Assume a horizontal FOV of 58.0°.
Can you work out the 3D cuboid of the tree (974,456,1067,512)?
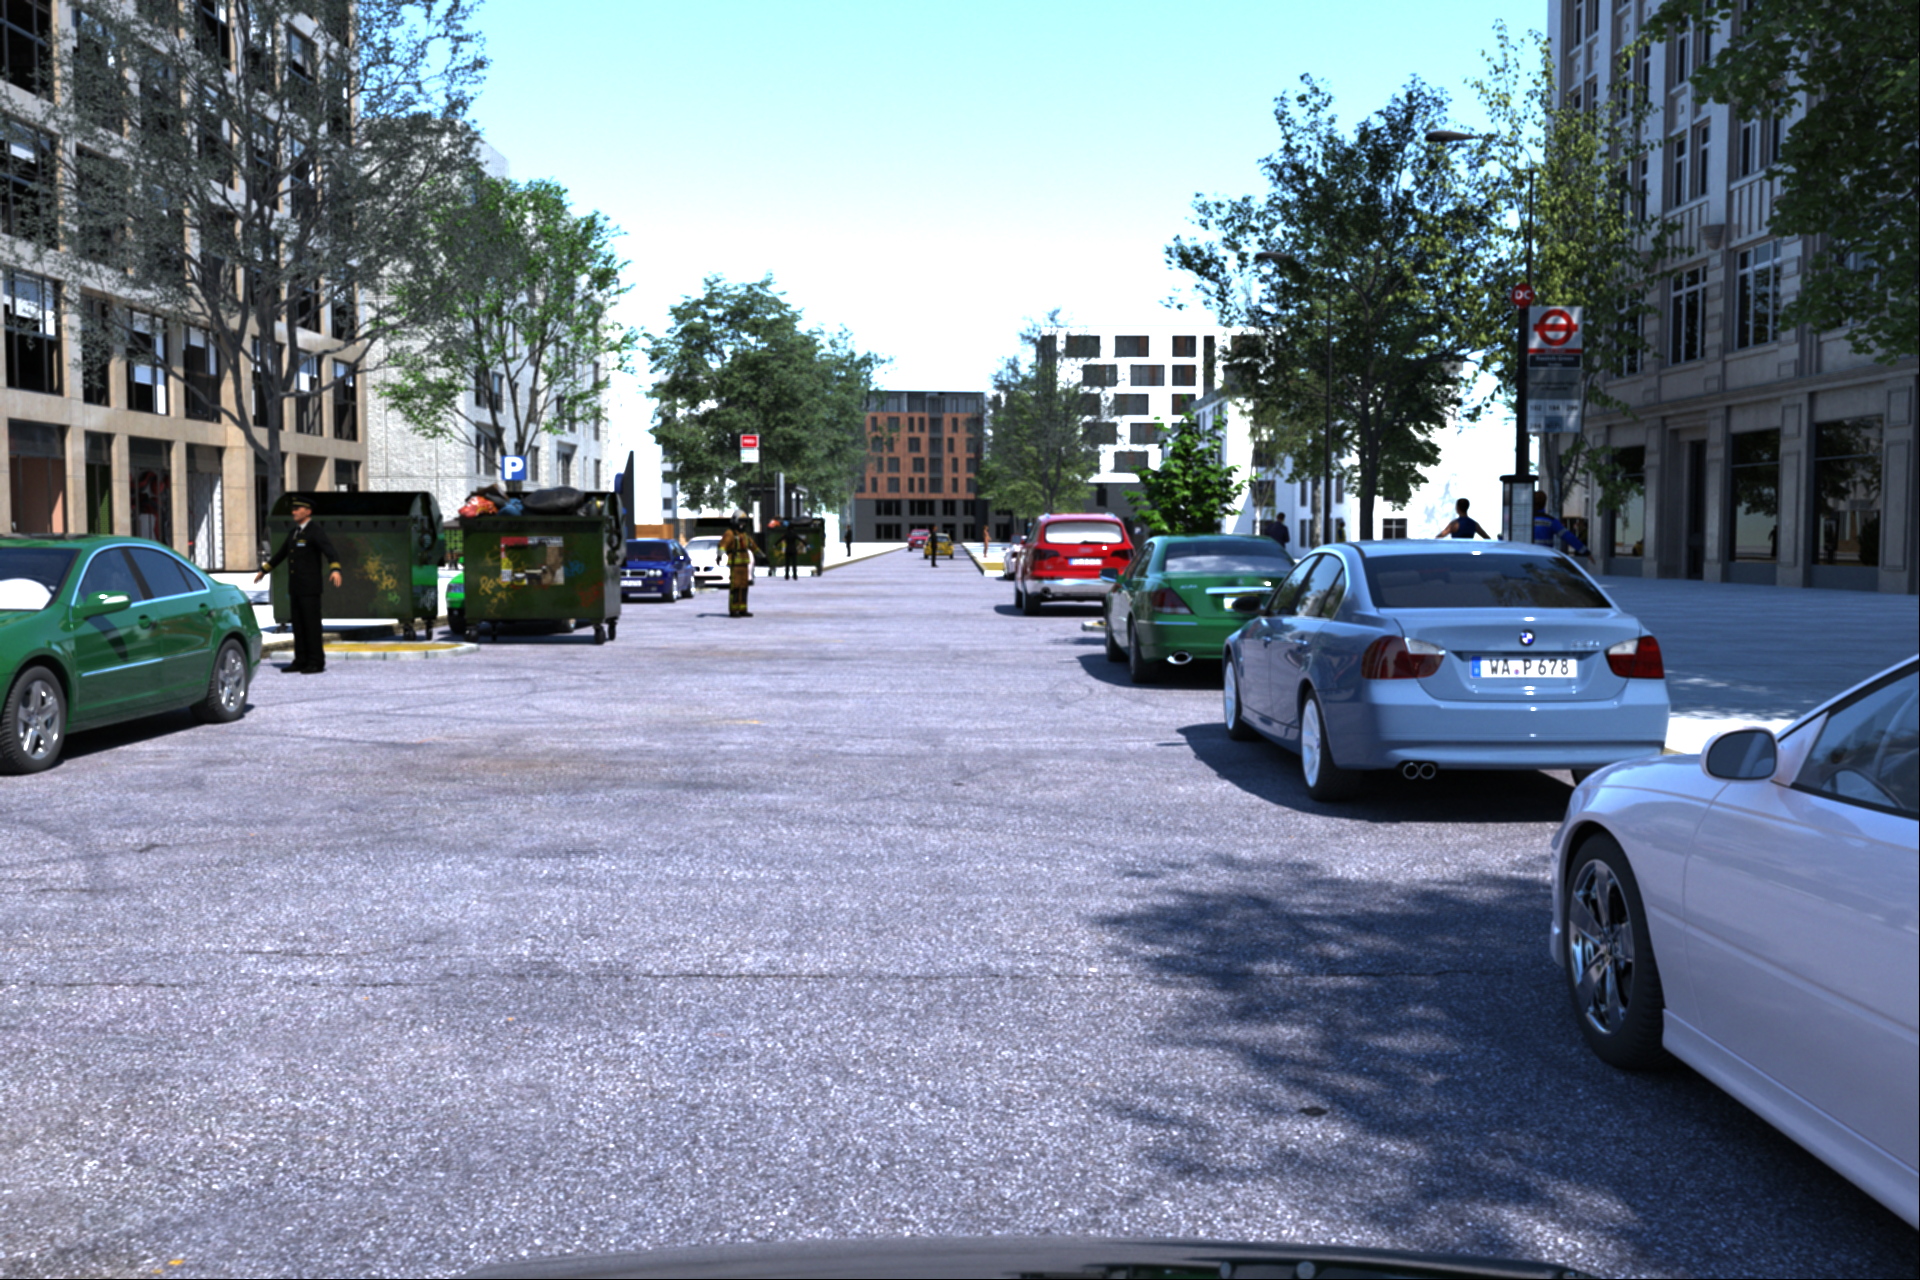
[{"bbox_3d":[5.423,-13.019,147.270,8.767,10.594,7.601,0,4,-1],"label":"tree"}]

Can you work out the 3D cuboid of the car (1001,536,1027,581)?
[{"bbox_3d":[2.354,-2.589,54.697,2.083,1.381,4.827,0,4,-1],"label":"car"}]

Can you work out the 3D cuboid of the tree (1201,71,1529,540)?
[{"bbox_3d":[8.497,-6.125,34.559,7.601,10.594,8.767,-1,4,-12],"label":"tree"}]

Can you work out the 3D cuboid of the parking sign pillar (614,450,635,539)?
[{"bbox_3d":[-10.647,-4.070,55.016,1.447,3.967,1.447,0,4,0],"label":"parking sign pillar"}]

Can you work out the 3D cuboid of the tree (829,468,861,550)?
[{"bbox_3d":[-10.804,-11.715,141.896,4.360,8.622,3.978,0,3,0],"label":"tree"}]

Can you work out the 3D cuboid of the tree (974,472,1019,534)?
[{"bbox_3d":[5.144,-13.617,157.046,8.767,10.594,7.601,1,4,12],"label":"tree"}]

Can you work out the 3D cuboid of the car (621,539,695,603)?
[{"bbox_3d":[-6.799,-1.513,37.325,1.945,1.354,3.894,0,4,0],"label":"car"}]

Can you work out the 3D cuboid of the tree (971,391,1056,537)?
[{"bbox_3d":[4.776,-13.451,138.042,7.486,12.596,7.792,0,3,0],"label":"tree"}]

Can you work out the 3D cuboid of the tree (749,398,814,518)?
[{"bbox_3d":[-9.830,-8.614,91.205,4.737,8.622,4.395,0,3,0],"label":"tree"}]

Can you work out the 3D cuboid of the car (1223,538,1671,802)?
[{"bbox_3d":[2.740,0.088,10.564,2.014,1.417,4.499,0,4,0],"label":"car"}]

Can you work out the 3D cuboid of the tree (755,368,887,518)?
[{"bbox_3d":[-10.079,-12.581,116.069,12.009,13.543,11.850,0,3,0],"label":"tree"}]

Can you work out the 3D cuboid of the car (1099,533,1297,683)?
[{"bbox_3d":[2.559,-0.382,18.049,2.131,1.459,4.920,0,4,0],"label":"car"}]

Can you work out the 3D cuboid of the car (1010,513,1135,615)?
[{"bbox_3d":[2.100,-1.430,32.060,2.281,1.827,5.304,0,4,-1],"label":"car"}]

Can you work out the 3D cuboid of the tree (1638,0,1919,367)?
[{"bbox_3d":[8.365,-5.733,11.859,7.486,12.596,7.792,0,3,0],"label":"tree"}]

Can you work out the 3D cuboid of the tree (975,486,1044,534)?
[{"bbox_3d":[5.536,-14.163,165.970,8.767,10.594,7.601,0,4,2],"label":"tree"}]

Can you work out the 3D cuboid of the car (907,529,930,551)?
[{"bbox_3d":[-3.287,-8.286,144.151,2.281,1.827,5.304,0,4,-1],"label":"car"}]

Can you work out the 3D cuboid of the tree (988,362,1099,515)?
[{"bbox_3d":[5.358,-11.999,114.310,7.486,12.596,7.792,0,3,0],"label":"tree"}]

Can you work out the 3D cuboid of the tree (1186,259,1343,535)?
[{"bbox_3d":[7.906,-5.930,47.325,4.360,8.622,3.978,0,3,0],"label":"tree"}]

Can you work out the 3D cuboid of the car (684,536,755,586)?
[{"bbox_3d":[-6.657,-2.114,46.921,2.083,1.381,4.827,0,4,0],"label":"car"}]

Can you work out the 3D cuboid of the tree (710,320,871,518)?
[{"bbox_3d":[-10.039,-12.021,103.192,9.857,13.997,8.962,0,3,0],"label":"tree"}]

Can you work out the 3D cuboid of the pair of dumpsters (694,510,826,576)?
[{"bbox_3d":[-6.815,-3.307,59.018,4.436,2.255,1.574,0,3,0],"label":"pair of dumpsters"}]

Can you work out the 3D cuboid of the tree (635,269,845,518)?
[{"bbox_3d":[-10.378,-10.750,82.412,9.857,13.997,8.962,0,3,0],"label":"tree"}]

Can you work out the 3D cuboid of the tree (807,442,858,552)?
[{"bbox_3d":[-10.162,-10.790,126.783,4.360,8.622,3.978,0,3,0],"label":"tree"}]

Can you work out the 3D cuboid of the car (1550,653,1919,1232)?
[{"bbox_3d":[2.650,0.559,3.230,2.083,1.381,4.827,0,3,0],"label":"car"}]

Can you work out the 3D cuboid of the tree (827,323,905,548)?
[{"bbox_3d":[-11.201,-18.476,157.978,12.611,20.169,13.585,0,3,0],"label":"tree"}]

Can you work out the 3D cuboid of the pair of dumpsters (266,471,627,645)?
[{"bbox_3d":[-6.692,-1.087,22.730,4.436,2.255,1.574,0,3,0],"label":"pair of dumpsters"}]

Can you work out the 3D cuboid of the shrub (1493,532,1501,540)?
[{"bbox_3d":[20.138,-3.573,62.837,1.690,2.028,1.600,0,3,0],"label":"shrub"}]

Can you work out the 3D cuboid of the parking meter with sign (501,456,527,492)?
[{"bbox_3d":[-9.922,-2.641,39.437,0.543,3.016,1.738,0,4,0],"label":"parking meter with sign"}]

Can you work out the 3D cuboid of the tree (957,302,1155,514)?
[{"bbox_3d":[4.870,-11.156,92.772,12.009,13.543,11.850,0,3,0],"label":"tree"}]

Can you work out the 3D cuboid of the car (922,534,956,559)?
[{"bbox_3d":[-1.231,-5.532,100.666,2.015,1.641,3.980,0,4,0],"label":"car"}]

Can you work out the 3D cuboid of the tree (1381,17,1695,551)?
[{"bbox_3d":[8.356,-4.533,24.477,4.737,8.622,4.395,0,3,0],"label":"tree"}]

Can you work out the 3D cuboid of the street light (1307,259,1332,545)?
[{"bbox_3d":[6.623,-3.430,28.622,1.470,5.913,1.316,0,4,-1],"label":"street light"}]

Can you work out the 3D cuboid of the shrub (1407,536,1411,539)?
[{"bbox_3d":[16.724,-3.259,64.403,1.383,1.207,1.383,0,3,0],"label":"shrub"}]

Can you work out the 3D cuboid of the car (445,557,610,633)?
[{"bbox_3d":[-6.479,-1.077,26.413,1.959,1.807,4.718,0,4,0],"label":"car"}]

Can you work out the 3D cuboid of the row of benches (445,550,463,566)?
[{"bbox_3d":[-19.539,-3.334,69.978,1.422,0.672,4.104,3,4,38],"label":"row of benches"}]

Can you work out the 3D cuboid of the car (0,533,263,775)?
[{"bbox_3d":[-6.432,-0.001,11.820,2.131,1.459,4.920,0,4,0],"label":"car"}]

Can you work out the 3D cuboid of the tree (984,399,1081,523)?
[{"bbox_3d":[5.267,-12.387,128.283,9.928,11.665,9.643,0,3,0],"label":"tree"}]

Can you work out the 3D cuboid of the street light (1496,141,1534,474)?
[{"bbox_3d":[7.126,-2.909,20.096,1.470,5.913,1.316,0,4,-1],"label":"street light"}]
